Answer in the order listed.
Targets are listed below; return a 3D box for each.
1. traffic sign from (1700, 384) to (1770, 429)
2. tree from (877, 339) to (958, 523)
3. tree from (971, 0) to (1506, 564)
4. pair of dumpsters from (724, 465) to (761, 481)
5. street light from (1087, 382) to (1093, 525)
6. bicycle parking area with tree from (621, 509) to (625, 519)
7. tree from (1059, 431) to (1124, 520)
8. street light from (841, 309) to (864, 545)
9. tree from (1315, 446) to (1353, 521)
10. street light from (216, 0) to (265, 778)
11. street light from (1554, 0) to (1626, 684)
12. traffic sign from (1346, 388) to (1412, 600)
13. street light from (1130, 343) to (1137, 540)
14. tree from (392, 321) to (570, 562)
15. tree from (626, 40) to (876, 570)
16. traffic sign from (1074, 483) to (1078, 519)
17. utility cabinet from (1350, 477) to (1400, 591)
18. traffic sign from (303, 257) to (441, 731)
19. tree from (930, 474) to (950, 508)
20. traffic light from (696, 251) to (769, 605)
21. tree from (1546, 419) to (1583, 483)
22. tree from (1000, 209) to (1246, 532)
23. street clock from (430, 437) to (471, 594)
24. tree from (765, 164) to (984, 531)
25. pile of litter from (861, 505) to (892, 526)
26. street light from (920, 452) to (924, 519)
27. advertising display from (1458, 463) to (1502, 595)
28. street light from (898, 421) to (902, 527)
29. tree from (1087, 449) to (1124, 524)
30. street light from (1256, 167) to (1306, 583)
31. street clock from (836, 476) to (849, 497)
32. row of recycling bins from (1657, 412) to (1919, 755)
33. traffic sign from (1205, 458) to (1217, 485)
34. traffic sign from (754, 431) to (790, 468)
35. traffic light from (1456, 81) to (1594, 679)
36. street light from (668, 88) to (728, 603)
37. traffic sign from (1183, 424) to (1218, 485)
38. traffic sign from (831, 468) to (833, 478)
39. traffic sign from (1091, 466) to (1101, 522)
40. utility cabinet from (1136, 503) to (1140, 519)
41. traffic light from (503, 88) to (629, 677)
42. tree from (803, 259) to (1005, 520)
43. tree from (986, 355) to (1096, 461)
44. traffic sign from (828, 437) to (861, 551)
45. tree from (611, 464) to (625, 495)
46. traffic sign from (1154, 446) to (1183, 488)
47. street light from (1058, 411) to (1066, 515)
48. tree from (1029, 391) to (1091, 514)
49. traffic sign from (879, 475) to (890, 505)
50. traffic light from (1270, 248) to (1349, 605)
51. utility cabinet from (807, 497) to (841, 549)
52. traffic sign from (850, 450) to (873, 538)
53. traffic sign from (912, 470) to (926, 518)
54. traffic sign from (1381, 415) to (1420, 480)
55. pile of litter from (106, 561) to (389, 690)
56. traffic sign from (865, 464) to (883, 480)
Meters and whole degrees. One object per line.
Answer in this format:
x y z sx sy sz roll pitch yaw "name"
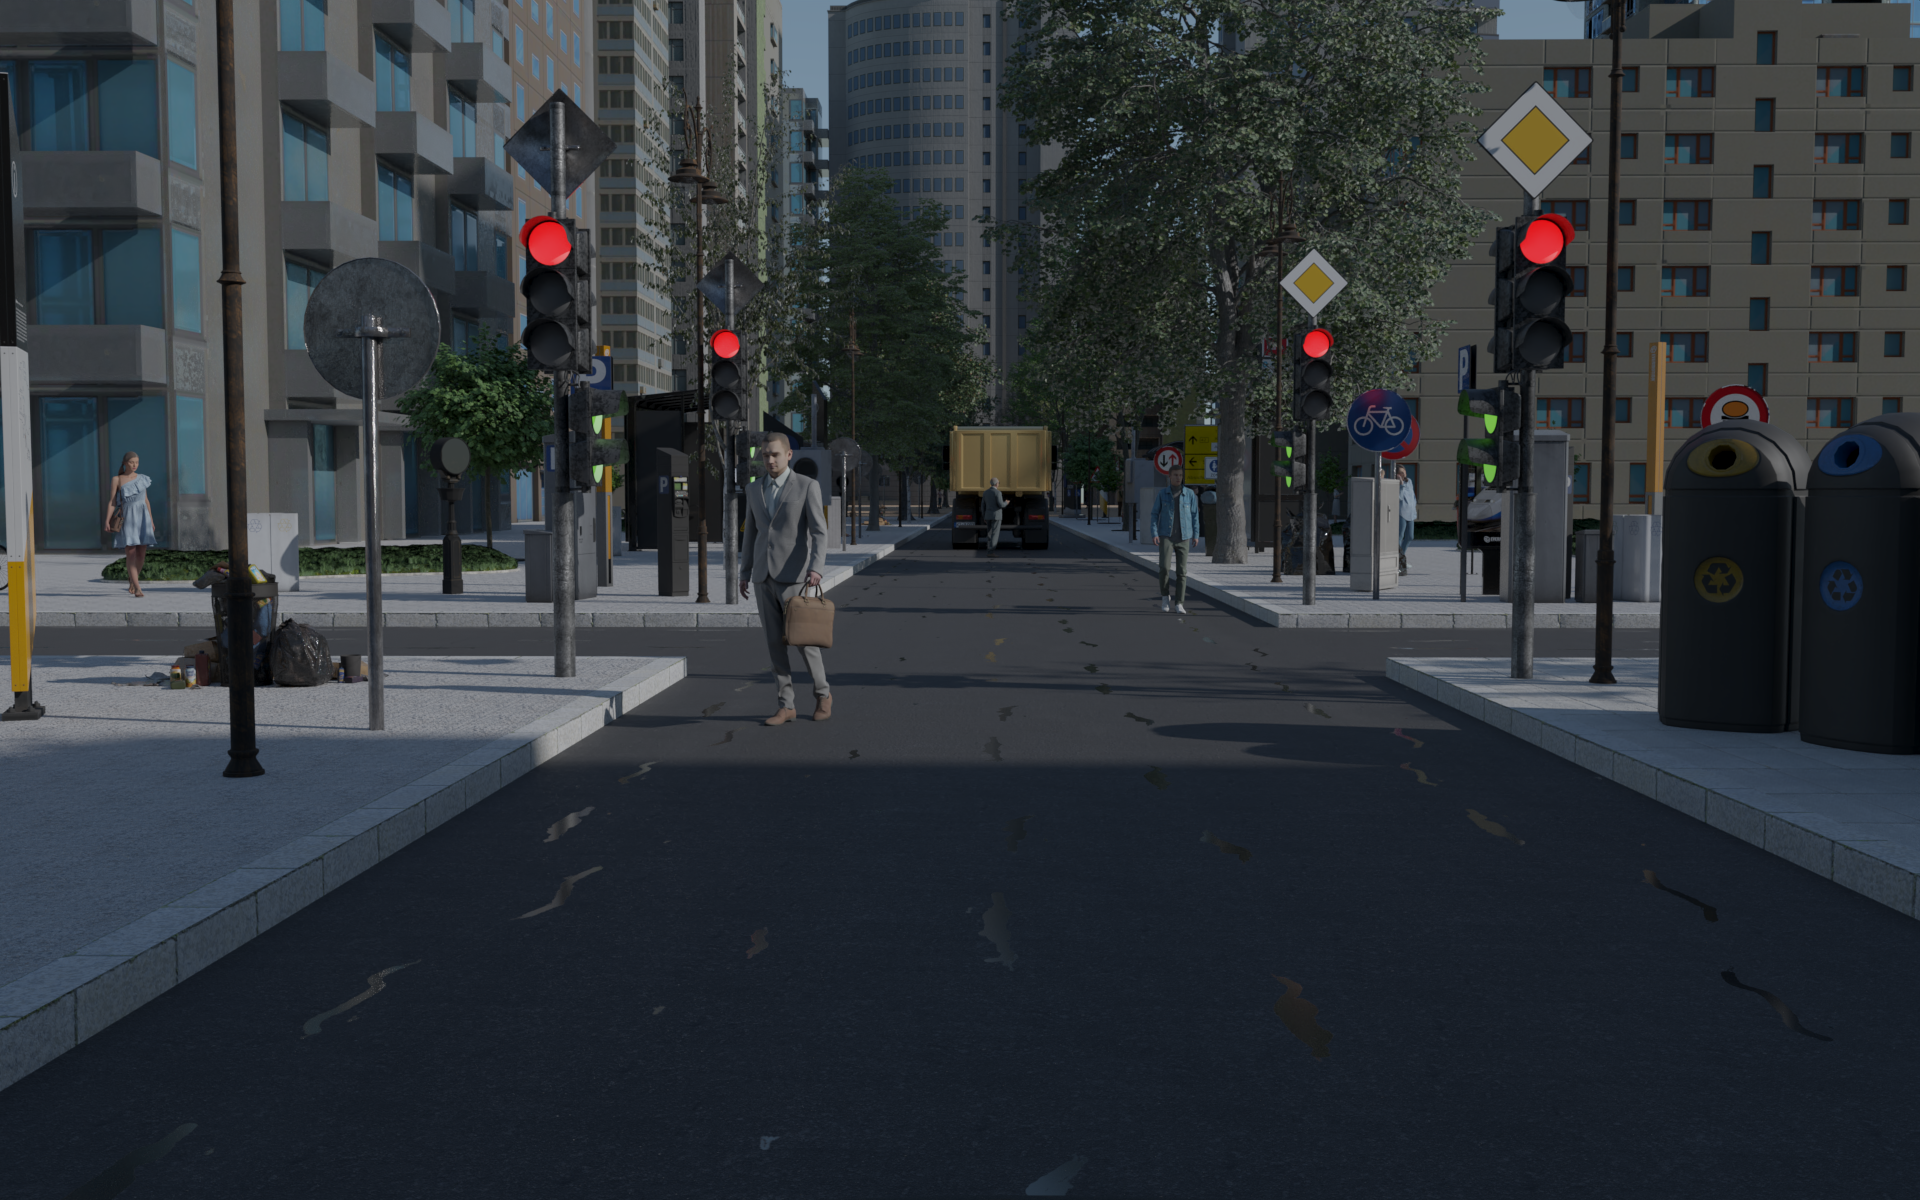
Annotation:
8.998 -1.229 20.197 0.768 2.556 0.104 0 4 7 "traffic sign"
-2.194 -7.651 75.459 4.737 8.622 4.395 0 3 0 "tree"
5.117 -7.648 31.692 9.857 13.997 8.962 0 3 0 "tree"
-6.515 -2.936 50.496 1.574 2.255 4.437 0 4 1 "pair of dumpsters"
5.351 -6.048 71.673 0.468 5.910 1.993 0 4 1 "street light"
-13.248 -5.261 73.026 9.016 4.147 8.231 1 4 10 "bicycle parking area with tree"
6.502 -6.203 85.132 4.285 4.588 4.351 0 3 0 "tree"
-2.678 -4.316 43.352 0.468 5.910 1.993 0 4 1 "street light"
14.966 -4.594 69.710 1.663 3.219 1.824 0 3 0 "tree"
-3.272 -2.137 7.734 0.468 5.910 1.993 0 4 1 "street light"
4.372 -2.374 11.600 0.468 5.910 1.993 0 4 1 "street light"
5.057 -1.276 20.974 0.768 2.556 0.104 1 4 10 "traffic sign"
4.849 -4.601 48.018 0.468 5.910 1.993 0 4 1 "street light"
-9.041 -3.020 33.084 4.285 4.588 4.351 0 3 0 "tree"
-3.784 -4.828 29.304 4.360 8.622 3.978 0 3 0 "tree"
5.917 -5.360 87.735 0.768 2.556 0.104 0 4 7 "traffic sign"
5.559 -0.885 23.141 0.318 1.500 1.173 2 4 31 "utility cabinet"
-3.175 -0.565 9.350 0.768 2.556 0.104 0 4 6 "traffic sign"
-1.238 -10.593 156.905 4.285 4.588 4.351 0 3 0 "tree"
-2.636 -1.903 20.041 0.839 4.253 0.868 0 4 1 "traffic light"
15.307 -3.067 44.750 1.663 3.219 1.824 0 3 0 "tree"
5.887 -8.182 59.526 9.928 11.665 9.643 0 3 0 "tree"
-6.517 -1.078 22.195 0.358 2.002 0.471 2 4 35 "street clock"
-3.072 -8.711 60.558 7.486 12.596 7.792 0 3 0 "tree"
-3.432 -3.501 71.211 1.176 0.858 1.719 -2 4 -30 "pile of litter"
-1.994 -7.210 90.673 0.468 5.910 1.993 0 4 1 "street light"
6.826 -1.025 21.965 0.974 1.923 0.123 1 4 9 "advertising display"
-2.321 -5.763 67.008 0.468 5.910 1.993 0 4 1 "street light"
6.401 -4.900 74.724 1.663 3.219 1.824 0 3 0 "tree"
4.595 -3.191 24.956 0.468 5.910 1.993 0 4 1 "street light"
-4.591 -3.865 67.771 0.471 2.002 0.358 -2 4 -24 "street clock"
4.878 -0.081 8.433 1.069 1.692 3.534 -1 4 -22 "row of recycling bins"
7.090 -2.808 48.045 0.606 2.300 0.079 0 4 8 "traffic sign"
-3.887 -2.182 35.677 0.884 2.594 0.081 1 4 9 "traffic sign"
3.902 -1.410 11.971 0.839 4.253 0.868 0 4 1 "traffic light"
-3.040 -2.905 20.291 0.468 5.910 1.993 0 4 1 "street light"
7.660 -3.468 50.574 2.265 3.308 0.079 0 4 5 "traffic sign"
-5.736 -4.462 73.057 0.768 2.556 0.104 0 4 6 "traffic sign"
6.300 -4.853 79.350 0.884 2.594 0.081 0 4 3 "traffic sign"
9.022 -4.822 90.004 1.020 1.237 0.306 2 4 27 "utility cabinet"
-2.759 -1.415 12.057 0.839 4.253 0.868 0 4 1 "traffic light"
-2.650 -10.216 84.046 9.611 12.733 9.660 0 3 0 "tree"
6.895 -14.463 146.843 12.009 13.543 11.850 0 3 0 "tree"
-2.598 -2.365 38.781 0.768 2.556 0.104 0 4 2 "traffic sign"
-17.465 -5.590 86.002 1.663 3.219 1.824 0 3 0 "tree"
5.536 -2.813 46.097 0.768 2.556 0.104 0 4 6 "traffic sign"
5.611 -7.459 94.735 0.468 5.910 1.993 0 4 1 "street light"
6.338 -9.985 113.618 4.737 8.622 4.395 0 3 0 "tree"
-4.106 -5.605 93.773 0.606 2.300 0.079 1 4 10 "traffic sign"
4.024 -1.898 19.955 0.839 4.253 0.868 0 4 1 "traffic light"
-3.334 -1.817 40.865 1.020 1.237 0.306 0 4 -8 "utility cabinet"
-2.897 -3.055 50.054 0.768 2.556 0.104 0 4 8 "traffic sign"
-2.170 -5.620 91.992 0.768 2.556 0.104 1 4 9 "traffic sign"
6.465 -1.577 25.885 0.768 2.556 0.104 0 4 7 "traffic sign"
-4.858 0.129 11.858 1.719 0.858 1.176 1 4 9 "pile of litter"
-3.433 -4.161 68.145 0.768 2.556 0.104 0 4 5 "traffic sign"
